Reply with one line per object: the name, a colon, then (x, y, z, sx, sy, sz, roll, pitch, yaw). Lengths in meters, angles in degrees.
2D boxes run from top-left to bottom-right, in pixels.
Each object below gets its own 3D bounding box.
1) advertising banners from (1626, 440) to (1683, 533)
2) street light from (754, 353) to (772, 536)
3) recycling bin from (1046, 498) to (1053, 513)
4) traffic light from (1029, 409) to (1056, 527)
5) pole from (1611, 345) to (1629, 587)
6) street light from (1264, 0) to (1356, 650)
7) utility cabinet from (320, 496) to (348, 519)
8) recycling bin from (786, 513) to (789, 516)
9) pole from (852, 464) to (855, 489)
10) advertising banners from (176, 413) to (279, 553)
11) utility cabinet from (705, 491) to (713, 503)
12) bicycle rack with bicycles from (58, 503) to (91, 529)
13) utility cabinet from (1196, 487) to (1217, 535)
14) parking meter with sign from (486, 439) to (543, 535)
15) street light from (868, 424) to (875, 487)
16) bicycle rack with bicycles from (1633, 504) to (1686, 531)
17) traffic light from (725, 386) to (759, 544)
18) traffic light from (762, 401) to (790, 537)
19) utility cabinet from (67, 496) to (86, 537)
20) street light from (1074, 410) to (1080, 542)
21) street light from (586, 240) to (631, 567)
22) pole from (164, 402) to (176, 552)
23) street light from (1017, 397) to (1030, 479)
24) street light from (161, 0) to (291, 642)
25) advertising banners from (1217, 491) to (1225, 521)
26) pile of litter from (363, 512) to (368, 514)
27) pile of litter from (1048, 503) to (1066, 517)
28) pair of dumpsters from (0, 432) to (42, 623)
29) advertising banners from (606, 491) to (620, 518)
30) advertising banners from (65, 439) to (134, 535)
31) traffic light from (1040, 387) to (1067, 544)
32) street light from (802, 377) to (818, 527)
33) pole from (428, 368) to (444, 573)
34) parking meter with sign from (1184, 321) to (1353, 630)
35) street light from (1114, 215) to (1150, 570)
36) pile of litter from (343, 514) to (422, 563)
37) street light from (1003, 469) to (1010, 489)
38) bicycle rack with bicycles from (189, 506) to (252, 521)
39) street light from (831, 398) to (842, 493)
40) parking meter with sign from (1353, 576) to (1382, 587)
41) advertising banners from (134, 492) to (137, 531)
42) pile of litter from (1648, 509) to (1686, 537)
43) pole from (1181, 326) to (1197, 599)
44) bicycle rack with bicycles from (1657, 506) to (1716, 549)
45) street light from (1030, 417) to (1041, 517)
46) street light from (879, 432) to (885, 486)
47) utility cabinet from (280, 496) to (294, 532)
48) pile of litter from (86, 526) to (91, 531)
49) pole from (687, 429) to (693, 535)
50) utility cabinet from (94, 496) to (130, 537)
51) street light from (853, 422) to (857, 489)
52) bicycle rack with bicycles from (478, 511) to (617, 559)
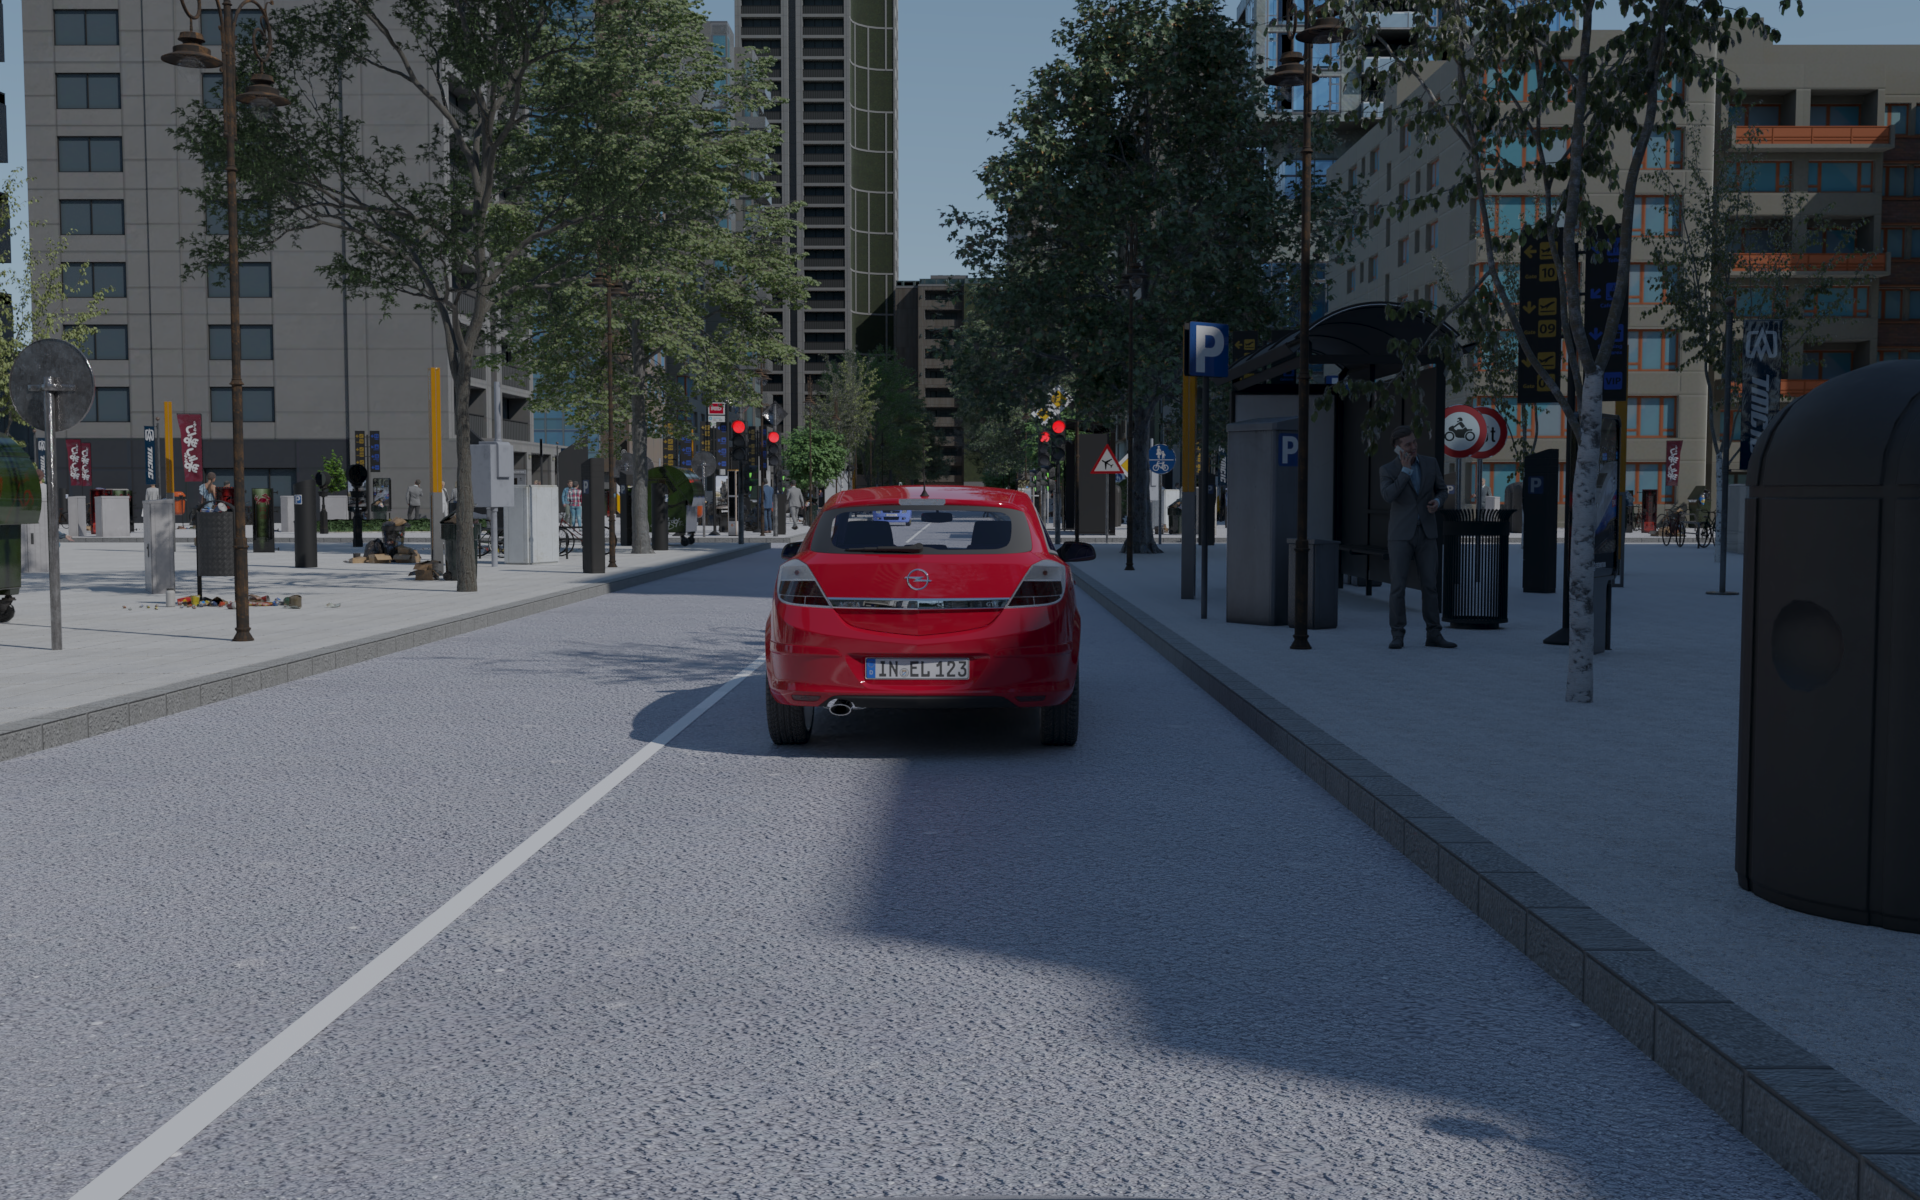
advertising banners: (22.603, -3.708, 56.812, 2.074, 3.025, 0.090, 3, 4, 38)
street light: (-6.042, -4.895, 52.823, 0.468, 5.910, 1.993, 0, 4, 0)
recycling bin: (5.138, -5.288, 99.019, 0.722, 1.027, 0.722, 2, 4, 24)
traffic light: (2.507, -3.868, 52.168, 0.839, 4.253, 0.868, 0, 4, 0)
pole: (9.066, -1.832, 23.795, 0.158, 3.312, 0.155, 0, 3, 0)
street light: (2.825, -2.531, 14.178, 0.468, 5.910, 1.993, 0, 4, 0)
utility cabinet: (-24.742, -3.506, 68.481, 1.020, 1.237, 0.306, 0, 4, -8)
recycling bin: (-10.413, -5.368, 100.323, 0.722, 1.027, 0.722, 2, 4, 33)
pole: (-7.140, -7.484, 116.210, 0.158, 3.312, 0.155, 0, 3, 0)
advertising banners: (-15.946, -2.541, 37.726, 2.074, 3.025, 0.090, 0, 4, -6)
utility cabinet: (-17.953, -7.081, 124.448, 1.173, 1.500, 0.318, -1, 4, -15)
bicycle rack with bicycles: (-35.965, -3.454, 69.854, 2.852, 0.926, 2.925, -1, 4, -13)
utility cabinet: (7.531, -2.775, 54.049, 0.318, 1.500, 1.173, -2, 4, -28)
parking meter with sign: (-13.963, -3.550, 54.307, 1.738, 3.016, 0.543, -1, 4, -13)
street light: (-5.775, -8.521, 112.103, 0.468, 5.910, 1.993, 0, 4, 0)
bicycle rack with bicycles: (23.814, -2.827, 59.604, 2.925, 0.926, 2.852, -3, 4, -38)
traffic light: (-5.583, -3.381, 44.197, 0.839, 4.253, 0.868, 0, 4, 0)
traffic light: (-5.554, -3.869, 52.182, 0.839, 4.253, 0.868, 0, 4, 0)
utility cabinet: (-26.833, -2.536, 52.620, 0.306, 1.237, 1.020, -1, 4, -15)
street light: (2.973, -4.344, 43.818, 0.468, 5.910, 1.993, 0, 4, 0)
street light: (-6.089, -3.509, 30.165, 0.468, 5.910, 1.993, 0, 4, 0)
pole: (-17.480, -2.720, 38.311, 0.158, 3.312, 0.155, 0, 3, 0)
street light: (3.082, -6.629, 81.173, 0.468, 5.910, 1.993, 0, 4, 0)
street light: (-6.264, -2.579, 14.956, 0.468, 5.910, 1.993, 0, 4, 0)
advertising banners: (13.103, -5.271, 82.361, 2.074, 3.025, 0.090, 1, 4, 11)
pile of litter: (-24.549, -3.551, 72.020, 1.176, 0.858, 1.719, 3, 5, 41)
pile of litter: (5.412, -5.106, 97.453, 1.719, 0.858, 1.176, 2, 4, 25)
pair of dumpsters: (-9.957, -0.778, 15.207, 1.574, 2.255, 4.437, 0, 3, 0)
advertising banners: (-19.095, -6.007, 94.407, 2.074, 3.025, 0.090, 3, 4, 38)
advertising banners: (-27.297, -3.587, 54.835, 2.074, 3.025, 0.090, 0, 4, 6)
traffic light: (2.478, -3.380, 44.183, 0.839, 4.253, 0.868, 0, 4, 0)
street light: (-5.845, -5.802, 67.643, 0.468, 5.910, 1.993, 0, 4, 0)
pole: (-8.496, -2.093, 28.063, 0.158, 3.312, 0.155, 0, 3, 0)
parking meter with sign: (2.992, -1.272, 17.051, 0.543, 3.016, 1.738, -3, 4, -36)
street light: (2.857, -3.438, 28.998, 0.468, 5.910, 1.993, 0, 4, 0)
pile of litter: (-10.613, -1.127, 32.385, 1.719, 0.858, 1.176, 1, 4, 11)
street light: (3.171, -8.488, 111.564, 0.468, 5.910, 1.993, 0, 4, 0)
bicycle rack with bicycles: (-30.955, -3.708, 74.009, 2.925, 0.926, 2.852, 1, 4, 11)
street light: (-5.890, -6.708, 82.463, 0.468, 5.910, 1.993, 0, 4, 0)
parking meter with sign: (5.665, -1.741, 24.725, 0.543, 3.016, 1.738, 0, 4, -2)
advertising banners: (-28.918, -3.822, 58.678, 2.074, 3.025, 0.090, 0, 4, 6)
pile of litter: (21.440, -2.352, 52.420, 1.176, 0.858, 1.719, 3, 4, 37)
pole: (2.793, -1.666, 21.079, 0.158, 3.312, 0.155, 0, 3, 0)
bicycle rack with bicycles: (18.237, -1.709, 41.329, 2.852, 0.926, 2.925, 1, 4, 10)
street light: (3.038, -5.681, 65.678, 0.468, 5.910, 1.993, 0, 4, 0)
street light: (-5.680, -9.427, 126.923, 0.468, 5.910, 1.993, 0, 4, 0)
utility cabinet: (-23.121, -2.984, 59.952, 0.306, 1.237, 1.020, -3, 4, -39)
pile of litter: (-30.120, -2.851, 60.577, 1.176, 0.858, 1.719, -2, 4, -31)
pole: (-8.519, -3.720, 54.667, 0.158, 3.312, 0.155, 0, 3, 0)
utility cabinet: (-25.508, -2.505, 52.116, 0.306, 1.237, 1.020, 1, 4, 22)
street light: (-5.861, -7.614, 97.283, 0.468, 5.910, 1.993, 0, 4, 0)
bicycle rack with bicycles: (-8.711, -1.334, 35.198, 2.925, 0.926, 2.852, 0, 4, 5)
